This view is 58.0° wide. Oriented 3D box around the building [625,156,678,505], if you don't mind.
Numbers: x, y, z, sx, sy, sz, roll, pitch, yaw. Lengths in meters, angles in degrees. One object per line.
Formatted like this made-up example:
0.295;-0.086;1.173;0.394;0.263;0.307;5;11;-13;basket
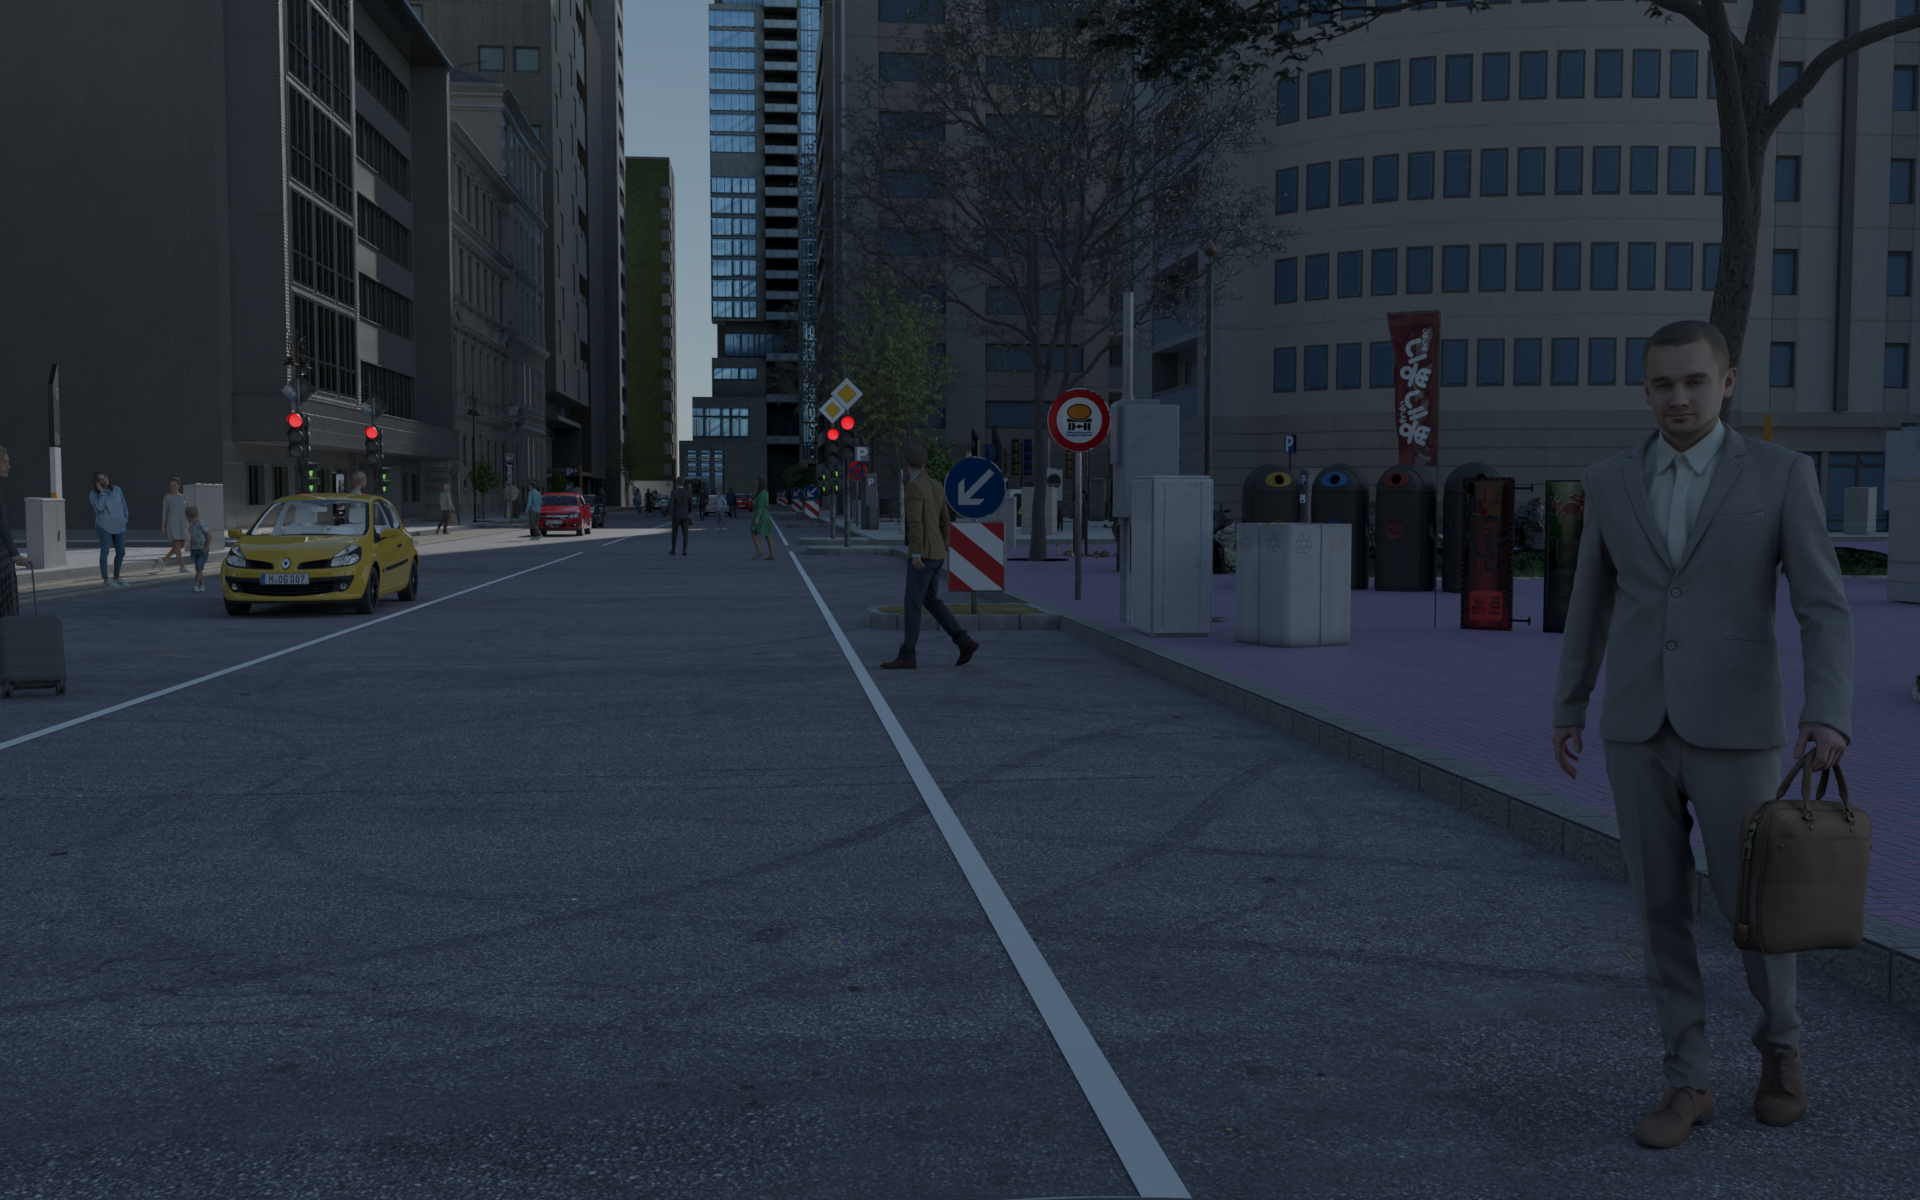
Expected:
-41.975;-32.325;212.106;14.086;41.232;14.154;0;4;-7;building

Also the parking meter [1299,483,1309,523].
6.785;-1.608;34.697;0.372;1.533;0.369;0;3;0;parking meter

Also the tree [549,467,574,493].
-28.204;-7.790;121.965;1.663;3.219;1.824;0;3;0;tree

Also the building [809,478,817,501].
-0.188;-30.408;189.053;32.217;40.220;23.993;0;4;-7;building

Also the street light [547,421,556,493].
-25.180;-8.211;107.033;0.468;5.910;1.993;0;4;-7;street light

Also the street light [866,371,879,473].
-3.285;-5.633;64.887;0.468;5.910;1.993;0;4;-7;street light

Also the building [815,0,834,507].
-2.688;-33.144;165.598;21.300;48.544;21.600;0;4;-7;building

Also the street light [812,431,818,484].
-10.322;-9.222;123.559;0.468;5.910;1.993;0;4;-7;street light

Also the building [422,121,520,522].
-29.703;-15.429;88.426;11.583;22.565;21.152;0;4;-7;building

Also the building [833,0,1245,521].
2.832;-34.412;104.632;21.231;58.520;28.212;0;4;-7;building

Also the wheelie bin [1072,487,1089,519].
5.765;-4.579;82.769;0.693;1.594;0.980;-1;4;-19;wheelie bin

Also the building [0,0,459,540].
-27.858;-14.865;62.111;14.314;24.678;30.058;0;4;-7;building

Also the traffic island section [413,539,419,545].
-16.339;-1.598;48.409;2.009;0.180;2.903;0;4;-7;traffic island section

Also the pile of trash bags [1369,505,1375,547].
8.944;-1.778;38.823;1.912;1.369;3.447;-1;4;-11;pile of trash bags

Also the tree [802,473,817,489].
-13.851;-10.107;159.856;1.663;3.219;1.824;0;3;0;tree

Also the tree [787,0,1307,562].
1.644;-7.490;32.825;12.009;13.543;11.850;0;3;0;tree

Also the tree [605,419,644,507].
-32.752;-13.402;169.489;4.737;8.622;4.395;0;3;0;tree

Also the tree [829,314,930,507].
-3.362;-7.325;70.132;4.360;8.622;3.978;0;3;0;tree

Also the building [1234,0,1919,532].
21.779;-31.929;64.036;28.212;58.520;21.231;0;4;-7;building

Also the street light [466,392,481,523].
-21.732;-6.402;77.462;0.468;5.910;1.993;0;4;-7;street light

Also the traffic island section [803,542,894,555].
-2.704;-1.203;41.957;2.009;0.180;2.903;0;4;-7;traffic island section

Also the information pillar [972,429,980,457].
0.553;-4.317;61.930;0.183;3.616;0.504;-2;4;-28;information pillar

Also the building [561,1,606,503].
-39.647;-30.907;155.439;14.600;45.320;14.200;0;4;-7;building

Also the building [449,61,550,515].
-33.513;-19.732;108.530;13.634;28.700;20.117;0;4;-7;building

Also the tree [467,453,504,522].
-21.984;-5.244;80.346;1.663;3.219;1.824;0;3;0;tree

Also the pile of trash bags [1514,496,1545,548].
13.756;-1.928;41.271;3.447;1.369;1.912;2;4;27;pile of trash bags

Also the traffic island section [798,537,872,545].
-3.633;-1.689;49.888;2.009;0.180;2.903;0;4;-7;traffic island section

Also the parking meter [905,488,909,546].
-1.191;-2.117;43.023;0.372;1.533;0.369;0;3;0;parking meter

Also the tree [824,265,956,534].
-1.972;-6.393;54.885;4.737;8.622;4.395;0;3;0;tree

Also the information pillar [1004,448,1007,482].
2.340;-5.967;88.908;0.183;3.616;0.504;1;4;14;information pillar

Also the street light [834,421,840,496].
-6.769;-7.416;94.046;0.468;5.910;1.993;0;4;-7;street light

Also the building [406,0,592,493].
-43.612;-33.306;133.799;28.713;52.752;27.495;0;4;-7;building

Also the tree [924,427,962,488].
-0.796;-3.387;49.986;1.663;3.219;1.824;0;3;0;tree

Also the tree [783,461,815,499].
-16.081;-11.541;172.410;4.285;4.588;4.351;0;3;0;tree

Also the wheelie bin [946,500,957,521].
-0.497;-4.463;80.876;0.693;1.594;0.980;-2;4;-24;wheelie bin

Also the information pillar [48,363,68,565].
-16.078;-2.412;30.798;0.183;3.616;0.504;-1;4;-16;information pillar

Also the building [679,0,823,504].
-19.575;-55.375;218.053;31.000;86.520;22.319;0;4;-7;building

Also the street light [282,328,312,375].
-18.429;-4.617;48.276;0.468;5.910;1.993;0;4;-7;street light

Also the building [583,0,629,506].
-50.076;-39.268;184.031;28.212;58.520;21.231;0;4;-7;building

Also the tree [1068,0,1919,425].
3.876;-4.511;8.168;7.601;10.594;8.767;3;5;43;tree

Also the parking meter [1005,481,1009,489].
2.039;-4.482;78.992;0.399;1.863;0.255;1;4;16;parking meter

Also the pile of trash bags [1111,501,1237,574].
3.442;-1.175;28.958;1.912;1.369;3.447;-1;4;-13;pile of trash bags
